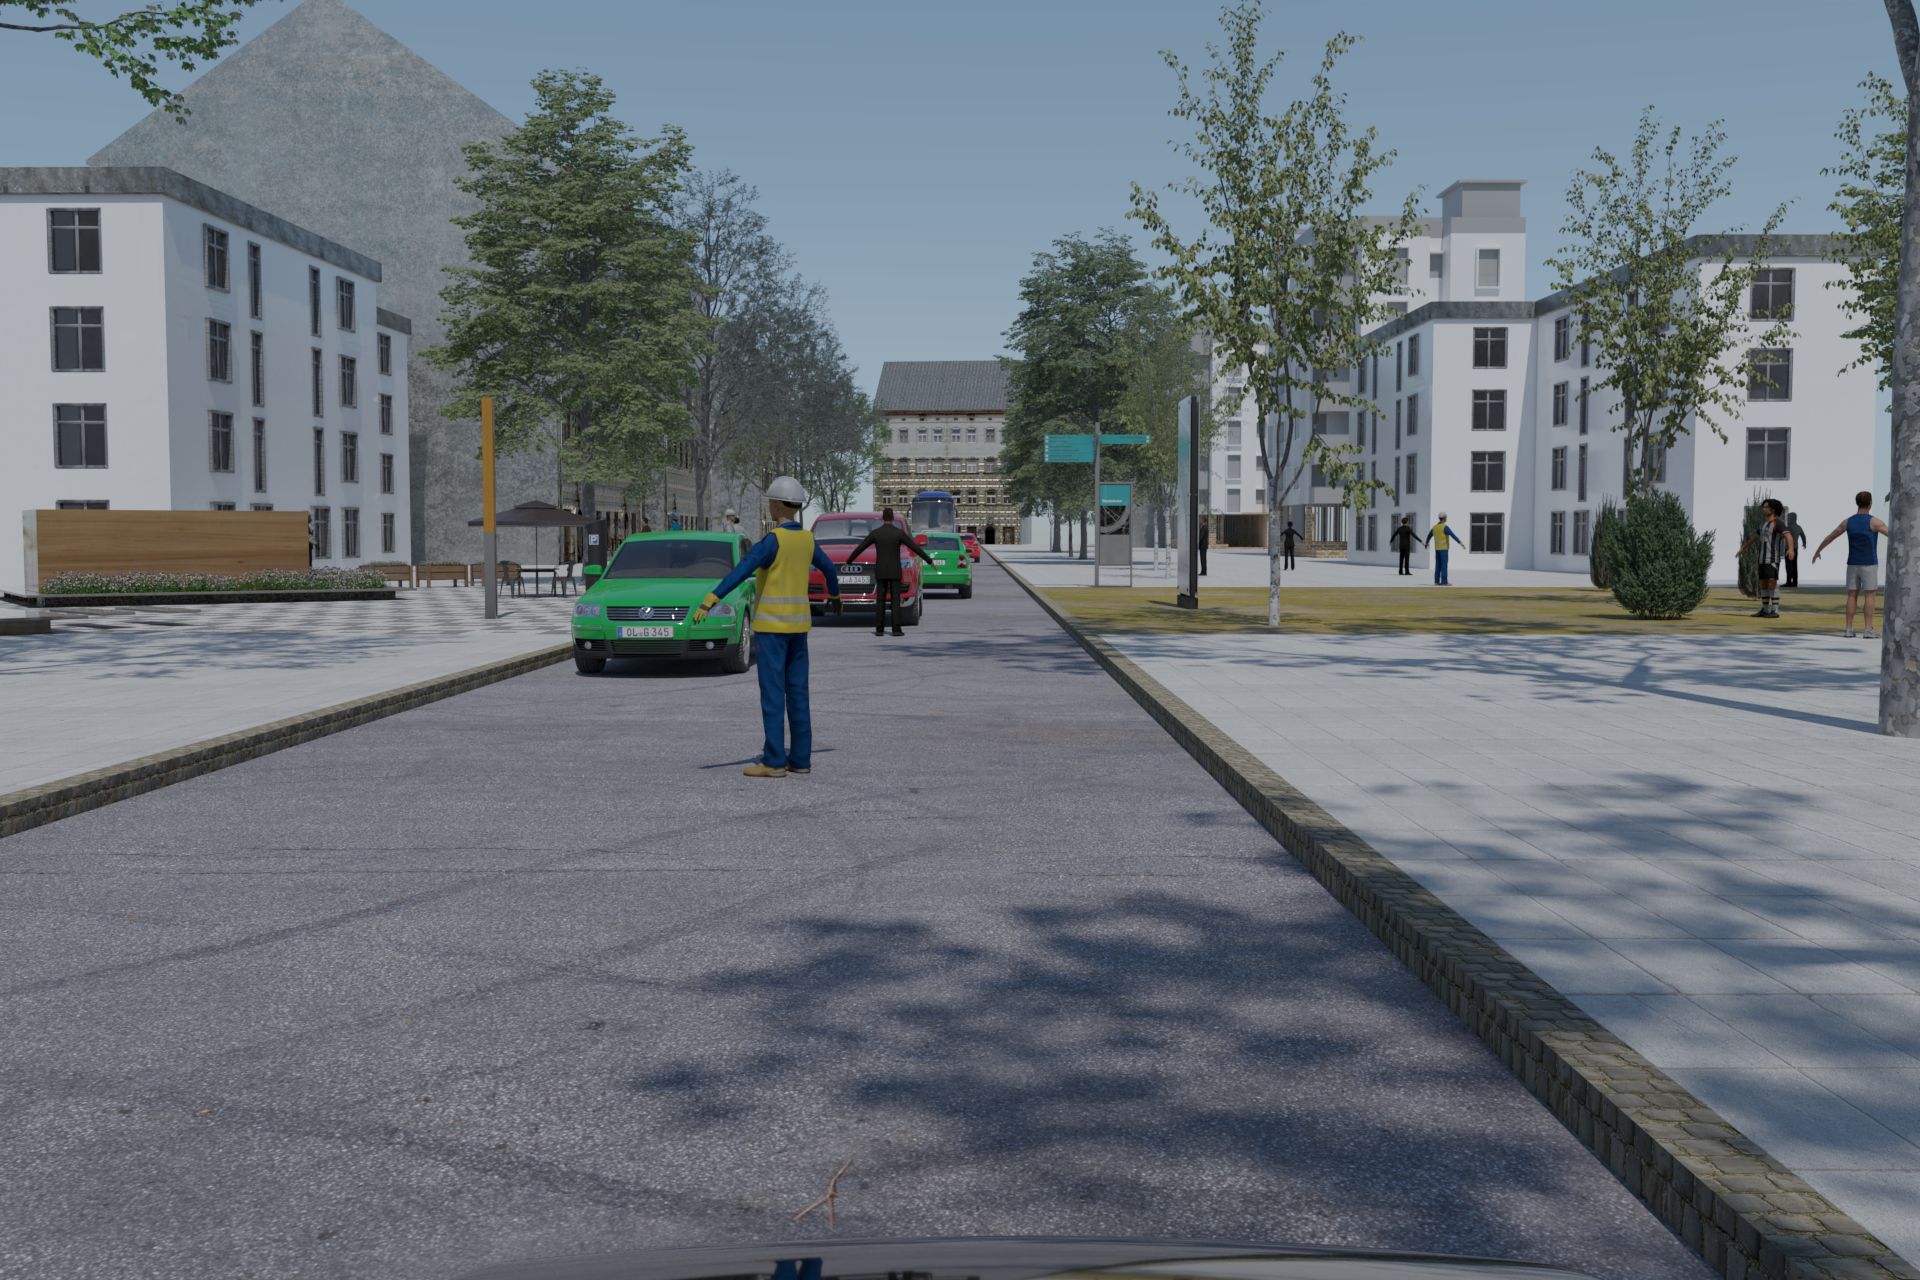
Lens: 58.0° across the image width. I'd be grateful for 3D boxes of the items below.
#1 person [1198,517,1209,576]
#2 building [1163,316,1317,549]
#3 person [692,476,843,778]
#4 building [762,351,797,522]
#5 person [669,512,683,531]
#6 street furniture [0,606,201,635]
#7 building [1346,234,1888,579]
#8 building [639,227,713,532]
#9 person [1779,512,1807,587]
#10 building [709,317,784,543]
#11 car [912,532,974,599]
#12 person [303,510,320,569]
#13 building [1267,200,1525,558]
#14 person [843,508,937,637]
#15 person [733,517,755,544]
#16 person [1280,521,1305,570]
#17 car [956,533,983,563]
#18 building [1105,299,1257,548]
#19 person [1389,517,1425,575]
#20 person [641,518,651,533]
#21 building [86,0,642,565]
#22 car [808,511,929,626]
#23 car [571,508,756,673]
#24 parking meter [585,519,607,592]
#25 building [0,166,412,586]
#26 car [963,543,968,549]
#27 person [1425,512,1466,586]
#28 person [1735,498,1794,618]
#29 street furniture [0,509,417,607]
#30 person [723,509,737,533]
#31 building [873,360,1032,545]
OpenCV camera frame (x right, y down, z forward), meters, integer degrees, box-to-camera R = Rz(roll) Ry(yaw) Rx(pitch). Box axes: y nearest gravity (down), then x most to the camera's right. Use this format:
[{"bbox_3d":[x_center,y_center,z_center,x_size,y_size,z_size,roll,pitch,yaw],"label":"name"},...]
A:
[{"bbox_3d":[7.441,-2.871,53.166,0.704,1.802,1.346,1,4,18],"label":"person"},{"bbox_3d":[23.751,-18.419,157.578,16.016,20.090,11.380,0,3,0],"label":"building"},{"bbox_3d":[-1.108,-0.086,10.333,0.721,1.772,1.216,3,4,38],"label":"person"},{"bbox_3d":[-27.236,-19.324,182.401,16.747,18.905,31.486,0,4,1],"label":"building"},{"bbox_3d":[-7.054,-2.232,42.623,0.704,1.817,1.347,1,4,15],"label":"person"},{"bbox_3d":[-17.021,-0.961,22.568,9.812,1.723,11.010,3,5,43],"label":"street furniture"},{"bbox_3d":[21.498,-7.372,62.686,9.099,9.664,28.070,0,4,0],"label":"building"},{"bbox_3d":[-24.993,-16.492,100.573,19.493,23.208,18.063,0,4,-1],"label":"building"},{"bbox_3d":[20.074,-2.186,41.870,1.348,1.813,0.705,-2,4,-29],"label":"person"},{"bbox_3d":[-26.016,-19.821,155.008,19.493,23.208,18.063,0,4,1],"label":"building"},{"bbox_3d":[-0.642,-1.896,39.791,1.959,1.807,4.718,0,4,-1],"label":"car"},{"bbox_3d":[-15.678,-2.190,41.591,0.705,1.856,1.354,-3,4,-37],"label":"person"},{"bbox_3d":[23.941,-15.184,104.673,16.016,20.090,11.380,0,4,0],"label":"building"},{"bbox_3d":[-0.997,-0.955,24.298,1.346,1.802,0.704,1,4,9],"label":"person"},{"bbox_3d":[-6.859,-2.863,52.998,1.347,1.806,0.705,-2,4,-29],"label":"person"},{"bbox_3d":[11.609,-3.330,61.164,1.216,1.740,0.721,0,4,-8],"label":"person"},{"bbox_3d":[0.091,-4.811,87.692,2.155,1.783,4.494,0,4,-1],"label":"car"},{"bbox_3d":[24.043,-20.753,170.242,19.493,23.208,18.063,0,4,1],"label":"building"},{"bbox_3d":[13.841,-2.913,53.819,0.705,1.806,1.347,-3,4,-37],"label":"person"},{"bbox_3d":[-10.131,-3.026,55.608,0.704,1.812,1.346,1,4,12],"label":"person"},{"bbox_3d":[-25.634,-15.197,79.394,19.493,23.208,18.063,0,3,0],"label":"building"},{"bbox_3d":[-1.652,-1.230,28.788,2.281,1.827,5.304,0,4,0],"label":"car"},{"bbox_3d":[-3.058,-0.639,19.249,1.959,1.807,4.718,0,4,1],"label":"car"},{"bbox_3d":[-6.129,-1.270,29.182,0.372,1.533,0.369,0,3,0],"label":"parking meter"},{"bbox_3d":[-22.431,-6.830,53.822,9.099,9.664,28.070,0,4,1],"label":"building"},{"bbox_3d":[-0.662,-4.158,80.347,2.083,1.381,4.827,0,4,-1],"label":"car"},{"bbox_3d":[11.970,-2.261,42.933,0.705,1.833,1.349,-2,4,-29],"label":"person"},{"bbox_3d":[12.362,-1.245,26.495,0.704,1.843,1.345,-1,4,-10],"label":"person"},{"bbox_3d":[-14.343,-1.649,33.813,11.010,1.723,9.812,-2,4,-35],"label":"street furniture"},{"bbox_3d":[-5.169,-2.037,39.161,0.705,1.847,1.347,-1,4,-14],"label":"person"},{"bbox_3d":[-0.590,-23.534,218.169,18.063,23.208,19.493,0,4,6],"label":"building"}]
